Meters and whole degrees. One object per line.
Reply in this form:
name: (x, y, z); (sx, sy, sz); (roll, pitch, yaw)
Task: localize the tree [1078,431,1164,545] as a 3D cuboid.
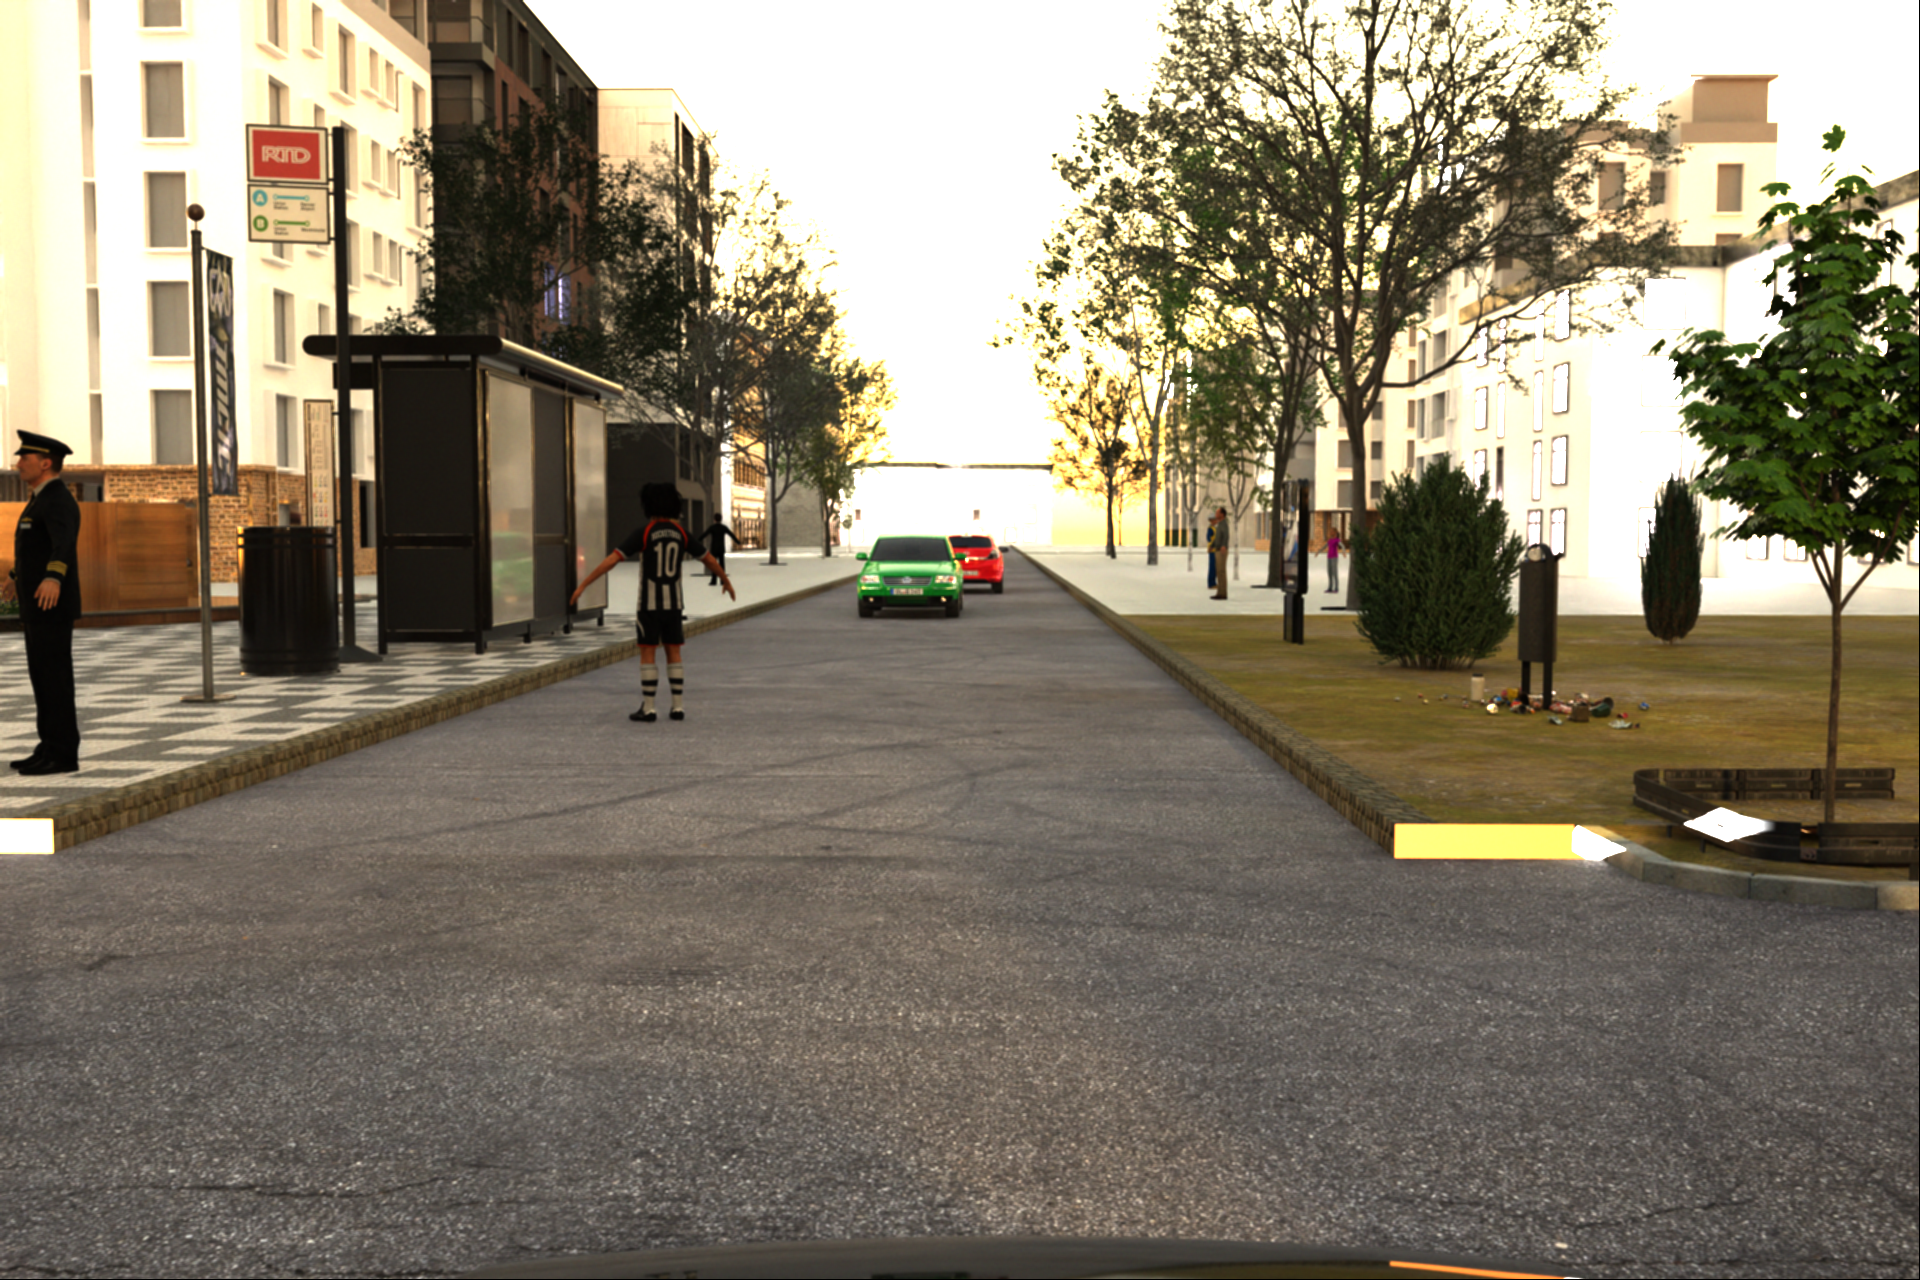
tree: (18.338, -17.687, 199.558); (12.009, 13.543, 11.850); (0, 3, 0)

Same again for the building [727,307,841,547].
building: (-22.343, -21.188, 177.358); (19.493, 23.208, 18.063); (0, 4, 1)

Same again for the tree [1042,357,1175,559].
tree: (7.710, -9.547, 90.510); (7.601, 10.594, 8.767); (1, 4, 9)

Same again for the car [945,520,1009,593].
car: (0.152, -2.094, 43.270); (2.155, 1.783, 4.494); (0, 4, 0)

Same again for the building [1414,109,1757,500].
building: (27.519, -13.898, 83.648); (16.016, 20.090, 11.380); (0, 4, 2)

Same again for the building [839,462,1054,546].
building: (-3.086, -15.783, 202.653); (28.070, 9.664, 9.099); (0, 4, -5)

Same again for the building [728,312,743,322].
building: (-23.758, -17.890, 148.920); (16.016, 20.090, 11.380); (0, 4, 0)

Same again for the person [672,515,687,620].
person: (-4.286, -1.226, 25.809); (0.705, 1.858, 1.354); (-3, 5, -43)

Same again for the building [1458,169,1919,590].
building: (22.924, -6.636, 50.652); (9.099, 9.664, 28.070); (0, 4, 1)

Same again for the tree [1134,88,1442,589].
tree: (7.673, -7.042, 40.886); (9.928, 11.665, 9.643); (0, 3, 0)

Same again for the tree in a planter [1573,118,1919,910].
tree in a planter: (3.816, -0.628, 7.498); (1.991, 3.239, 1.994); (0, 4, 1)

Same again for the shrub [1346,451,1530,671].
shrub: (4.544, -0.762, 16.508); (1.661, 2.075, 1.752); (0, 3, 0)

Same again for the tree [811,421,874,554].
tree: (-6.906, -9.836, 111.179); (4.360, 8.622, 3.978); (0, 3, 0)

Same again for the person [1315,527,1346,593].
person: (8.093, -1.745, 37.798); (0.599, 1.433, 0.991); (-2, 4, -28)

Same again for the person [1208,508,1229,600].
person: (5.102, -1.696, 34.002); (0.705, 1.796, 1.348); (0, 4, -3)

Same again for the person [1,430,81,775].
person: (-4.959, -0.209, 9.358); (0.705, 1.837, 1.347); (-3, 4, -36)

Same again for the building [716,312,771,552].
building: (-25.495, -18.547, 134.165); (19.493, 23.208, 18.063); (0, 4, 1)

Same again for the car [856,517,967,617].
car: (-0.852, -1.368, 31.169); (1.959, 1.807, 4.718); (0, 4, 1)

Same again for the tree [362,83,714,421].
tree: (-8.494, -6.161, 35.139); (8.767, 10.594, 7.601); (2, 4, 29)

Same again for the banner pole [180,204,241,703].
banner pole: (-5.791, -1.434, 13.471); (0.401, 3.779, 0.863); (0, 4, 1)

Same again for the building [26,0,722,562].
building: (-27.085, -14.294, 77.687); (27.936, 21.610, 32.646); (0, 4, 1)

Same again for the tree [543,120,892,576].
tree: (-7.707, -8.688, 52.423); (12.009, 13.543, 11.850); (0, 3, 0)

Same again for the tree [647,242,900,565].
tree: (-7.654, -9.886, 72.005); (12.009, 13.543, 11.850); (0, 3, 0)

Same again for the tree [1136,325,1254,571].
tree: (7.921, -6.674, 59.478); (4.360, 8.622, 3.978); (0, 3, 0)

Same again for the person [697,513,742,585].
person: (-6.076, -2.276, 43.391); (1.347, 1.806, 0.705); (-2, 4, -29)

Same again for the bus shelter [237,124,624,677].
bus shelter: (-5.843, -2.575, 19.734); (2.179, 5.291, 8.768); (0, 4, 1)

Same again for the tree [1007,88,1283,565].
tree: (8.167, -13.261, 72.702); (12.611, 20.169, 13.585); (0, 3, 0)

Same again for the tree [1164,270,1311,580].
tree: (7.682, -5.966, 47.899); (4.737, 8.622, 4.395); (0, 3, 0)

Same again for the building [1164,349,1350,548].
building: (30.525, -18.828, 174.303); (16.747, 18.905, 31.486); (0, 4, 1)

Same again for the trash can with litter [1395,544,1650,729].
trash can with litter: (4.173, -0.085, 12.453); (1.678, 1.210, 2.233); (0, 4, 1)

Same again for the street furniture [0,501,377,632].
street furniture: (-15.073, -1.200, 26.478); (9.812, 1.723, 11.010); (2, 4, 27)

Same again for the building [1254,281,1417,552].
building: (28.231, -17.011, 134.544); (16.016, 20.090, 11.380); (0, 4, 2)

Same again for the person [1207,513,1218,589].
person: (6.018, -2.086, 40.578); (0.721, 1.772, 1.216); (2, 4, 23)

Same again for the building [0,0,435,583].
building: (-23.460, -11.666, 47.153); (16.016, 20.090, 11.380); (0, 4, 2)

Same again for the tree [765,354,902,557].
tree: (-7.328, -10.498, 97.405); (9.928, 11.665, 9.643); (0, 3, 0)

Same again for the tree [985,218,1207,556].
tree: (8.179, -15.183, 104.130); (12.611, 20.169, 13.585); (0, 3, 0)

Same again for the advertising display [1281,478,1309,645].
advertising display: (3.951, -0.933, 20.466); (0.123, 1.923, 0.974); (0, 4, -1)

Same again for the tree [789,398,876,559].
tree: (-6.756, -8.430, 88.196); (4.737, 8.622, 4.395); (0, 3, 0)

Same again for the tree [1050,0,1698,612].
tree: (6.635, -7.228, 28.552); (12.009, 13.543, 11.850); (0, 3, 0)

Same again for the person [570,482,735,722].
person: (-2.313, -0.288, 13.305); (1.345, 1.843, 0.704); (-2, 4, -32)
